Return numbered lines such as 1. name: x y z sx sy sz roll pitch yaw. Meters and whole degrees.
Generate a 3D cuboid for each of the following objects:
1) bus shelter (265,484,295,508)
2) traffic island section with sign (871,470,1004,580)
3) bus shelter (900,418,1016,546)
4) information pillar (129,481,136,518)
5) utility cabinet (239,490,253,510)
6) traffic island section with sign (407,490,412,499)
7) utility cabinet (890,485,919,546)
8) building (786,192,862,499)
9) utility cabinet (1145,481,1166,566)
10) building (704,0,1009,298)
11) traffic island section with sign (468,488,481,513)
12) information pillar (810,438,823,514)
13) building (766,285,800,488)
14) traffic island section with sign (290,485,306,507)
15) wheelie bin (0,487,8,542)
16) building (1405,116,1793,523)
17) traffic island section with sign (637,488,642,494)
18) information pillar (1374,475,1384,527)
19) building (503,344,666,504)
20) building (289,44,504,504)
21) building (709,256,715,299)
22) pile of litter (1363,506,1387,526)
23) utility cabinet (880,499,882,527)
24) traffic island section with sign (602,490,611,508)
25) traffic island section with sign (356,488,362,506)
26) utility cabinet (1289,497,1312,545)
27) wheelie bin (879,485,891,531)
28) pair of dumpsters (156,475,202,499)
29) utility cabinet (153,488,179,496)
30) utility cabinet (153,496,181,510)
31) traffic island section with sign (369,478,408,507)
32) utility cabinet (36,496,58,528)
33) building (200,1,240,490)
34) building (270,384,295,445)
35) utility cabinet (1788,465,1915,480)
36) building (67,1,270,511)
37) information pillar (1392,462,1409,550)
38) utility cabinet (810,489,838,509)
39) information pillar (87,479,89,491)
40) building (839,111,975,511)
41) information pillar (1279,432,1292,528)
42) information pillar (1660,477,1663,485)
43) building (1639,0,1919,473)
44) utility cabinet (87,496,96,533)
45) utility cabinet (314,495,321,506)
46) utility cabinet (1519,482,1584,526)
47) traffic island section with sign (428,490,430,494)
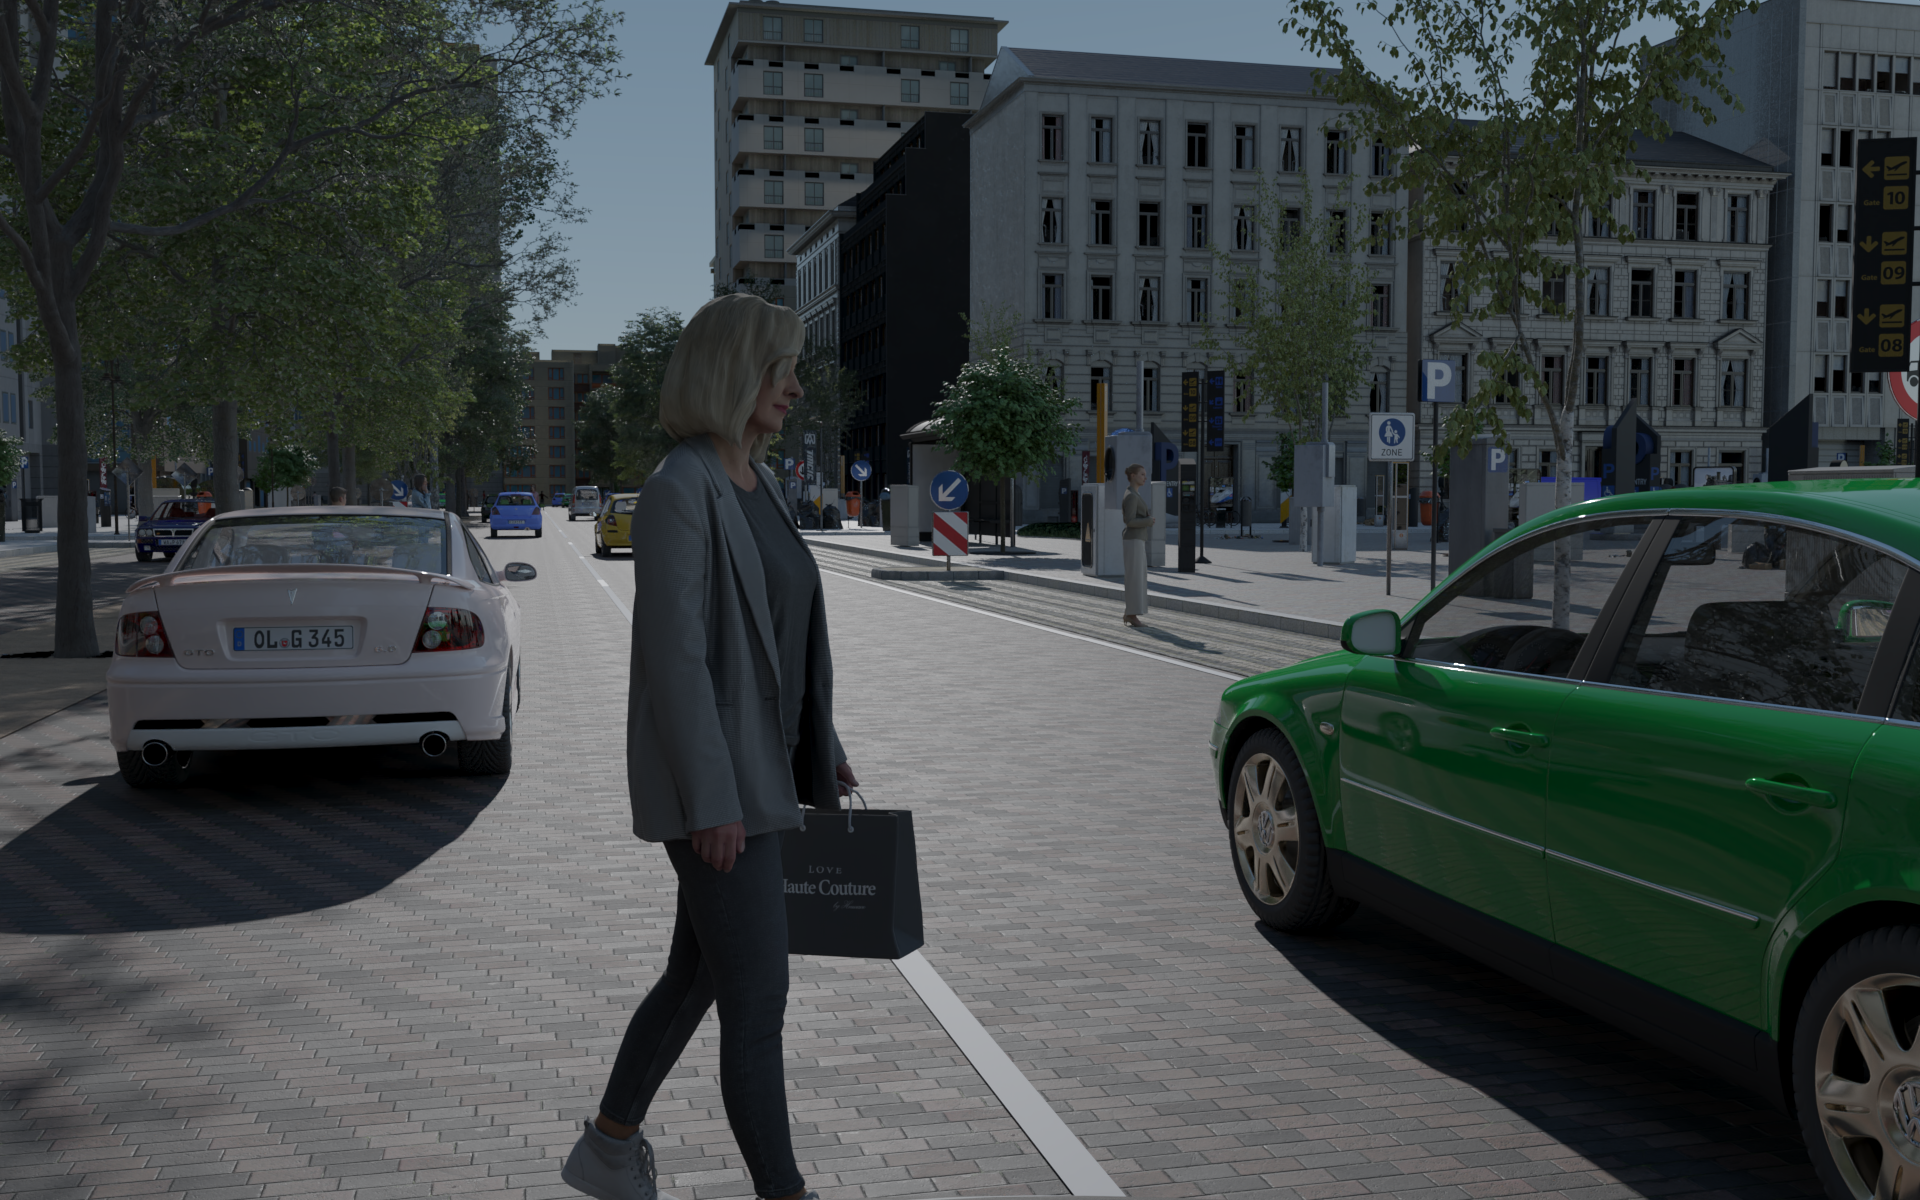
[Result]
1. bus shelter: -38.599 -6.434 99.125 2.014 3.302 5.546 -1 4 -14
2. traffic island section with sign: -0.460 -1.278 29.517 1.989 1.847 2.006 -1 4 -14
3. bus shelter: 0.019 -3.092 44.477 2.014 3.302 5.546 -1 4 -14
4. information pillar: -43.961 -5.348 91.925 0.304 2.012 0.304 -2 4 -34
5. utility cabinet: -44.125 -5.983 106.501 1.173 1.500 0.318 -2 4 -35
6. traffic island section with sign: -48.800 -8.894 154.046 1.989 1.847 2.006 -1 4 -14
7. utility cabinet: -1.348 -2.065 42.444 0.318 1.500 1.173 -2 4 -23
8. building: -5.713 -18.195 126.374 11.050 23.489 19.941 -1 4 -14
9. utility cabinet: 3.215 -1.354 30.819 0.318 1.500 1.173 -2 4 -25
10. building: -11.665 -36.576 187.259 28.713 52.752 27.495 -1 4 -14
11. traffic island section with sign: -36.247 -7.395 129.041 2.006 1.907 1.989 -1 4 -14
12. information pillar: -5.526 -4.598 66.534 0.504 3.616 0.183 0 4 -5
13. building: -5.480 -19.309 160.747 27.650 21.520 28.899 -1 4 -14
14. traffic island section with sign: -30.258 -4.318 79.227 1.989 1.847 2.006 -1 4 -14
15. wheelie bin: -25.916 -2.357 46.445 0.693 1.594 0.980 -2 4 -29
16. building: 28.247 -13.420 84.050 19.286 19.102 10.561 -1 4 -14
17. traffic island section with sign: -20.175 -6.143 109.073 1.989 1.847 2.006 -1 4 -14
18. information pillar: 16.454 -3.883 67.977 0.304 2.012 0.304 0 4 1
19. building: -47.833 -24.065 238.504 28.899 21.520 27.650 -1 4 -14
20. building: -74.816 -41.930 227.559 28.212 58.520 21.231 -1 4 -14
21. building: -22.296 -33.897 246.102 23.993 40.220 32.217 -1 4 -14
22. pile of litter: 16.869 -3.451 70.392 1.719 0.858 1.176 -3 5 -41
23. utility cabinet: -2.794 -3.429 67.234 0.306 1.237 1.020 1 4 19
24. traffic island section with sign: -32.249 -9.123 157.796 1.989 1.847 2.006 -1 4 -14
25. traffic island section with sign: -36.847 -5.944 105.815 1.989 1.847 2.006 -1 4 -14
26. utility cabinet: 8.834 -2.005 43.941 0.306 1.237 1.020 -3 5 -42
27. wheelie bin: -2.406 -3.195 60.153 0.693 1.594 0.980 1 4 14
28. pair of dumpsters: -34.210 -4.462 75.442 1.574 2.255 4.437 -1 4 -14
29. utility cabinet: -30.657 -3.543 66.607 1.173 1.500 0.318 -1 4 -20
30. utility cabinet: -29.922 -3.311 65.304 1.020 1.237 0.306 0 4 -1
31. traffic island section with sign: -18.157 -2.934 56.104 2.006 1.907 1.989 -1 4 -14
32. utility cabinet: -34.943 -3.393 66.636 1.020 1.237 0.306 -3 5 -43
33. building: -69.573 -50.307 135.195 22.319 86.520 31.000 -1 4 -14
34. building: -76.869 -24.938 179.434 14.107 30.474 14.160 -1 4 -14
35. utility cabinet: 7.069 -0.310 13.751 0.318 1.500 1.173 -1 4 -12
36. building: -72.214 -31.137 159.205 14.600 45.320 14.200 -1 4 -14
37. information pillar: 10.109 -2.158 39.770 0.304 2.012 0.304 0 4 1
38. utility cabinet: -5.526 -3.768 70.279 1.173 1.500 0.318 -3 4 -39
39. information pillar: -43.670 -5.017 86.514 0.304 2.012 0.304 -3 4 -37
40. building: -0.160 -17.106 109.356 12.332 23.373 15.834 -1 4 -14
41. information pillar: 12.340 -4.528 65.382 0.504 3.616 0.183 1 4 16
42. information pillar: 30.177 -4.312 74.999 0.304 2.012 0.304 -2 4 -32
43. building: 47.268 -16.602 89.460 19.932 24.808 12.078 -1 4 -14
44. utility cabinet: -28.759 -2.816 57.206 0.306 1.237 1.020 -2 4 -34
45. utility cabinet: -45.168 -6.762 121.719 0.306 1.237 1.020 -1 4 -9
46. utility cabinet: 11.280 -1.492 33.072 1.173 1.500 0.318 -1 4 -9
47. traffic island section with sign: -55.296 -10.494 180.210 1.989 1.847 2.006 -1 4 -14
